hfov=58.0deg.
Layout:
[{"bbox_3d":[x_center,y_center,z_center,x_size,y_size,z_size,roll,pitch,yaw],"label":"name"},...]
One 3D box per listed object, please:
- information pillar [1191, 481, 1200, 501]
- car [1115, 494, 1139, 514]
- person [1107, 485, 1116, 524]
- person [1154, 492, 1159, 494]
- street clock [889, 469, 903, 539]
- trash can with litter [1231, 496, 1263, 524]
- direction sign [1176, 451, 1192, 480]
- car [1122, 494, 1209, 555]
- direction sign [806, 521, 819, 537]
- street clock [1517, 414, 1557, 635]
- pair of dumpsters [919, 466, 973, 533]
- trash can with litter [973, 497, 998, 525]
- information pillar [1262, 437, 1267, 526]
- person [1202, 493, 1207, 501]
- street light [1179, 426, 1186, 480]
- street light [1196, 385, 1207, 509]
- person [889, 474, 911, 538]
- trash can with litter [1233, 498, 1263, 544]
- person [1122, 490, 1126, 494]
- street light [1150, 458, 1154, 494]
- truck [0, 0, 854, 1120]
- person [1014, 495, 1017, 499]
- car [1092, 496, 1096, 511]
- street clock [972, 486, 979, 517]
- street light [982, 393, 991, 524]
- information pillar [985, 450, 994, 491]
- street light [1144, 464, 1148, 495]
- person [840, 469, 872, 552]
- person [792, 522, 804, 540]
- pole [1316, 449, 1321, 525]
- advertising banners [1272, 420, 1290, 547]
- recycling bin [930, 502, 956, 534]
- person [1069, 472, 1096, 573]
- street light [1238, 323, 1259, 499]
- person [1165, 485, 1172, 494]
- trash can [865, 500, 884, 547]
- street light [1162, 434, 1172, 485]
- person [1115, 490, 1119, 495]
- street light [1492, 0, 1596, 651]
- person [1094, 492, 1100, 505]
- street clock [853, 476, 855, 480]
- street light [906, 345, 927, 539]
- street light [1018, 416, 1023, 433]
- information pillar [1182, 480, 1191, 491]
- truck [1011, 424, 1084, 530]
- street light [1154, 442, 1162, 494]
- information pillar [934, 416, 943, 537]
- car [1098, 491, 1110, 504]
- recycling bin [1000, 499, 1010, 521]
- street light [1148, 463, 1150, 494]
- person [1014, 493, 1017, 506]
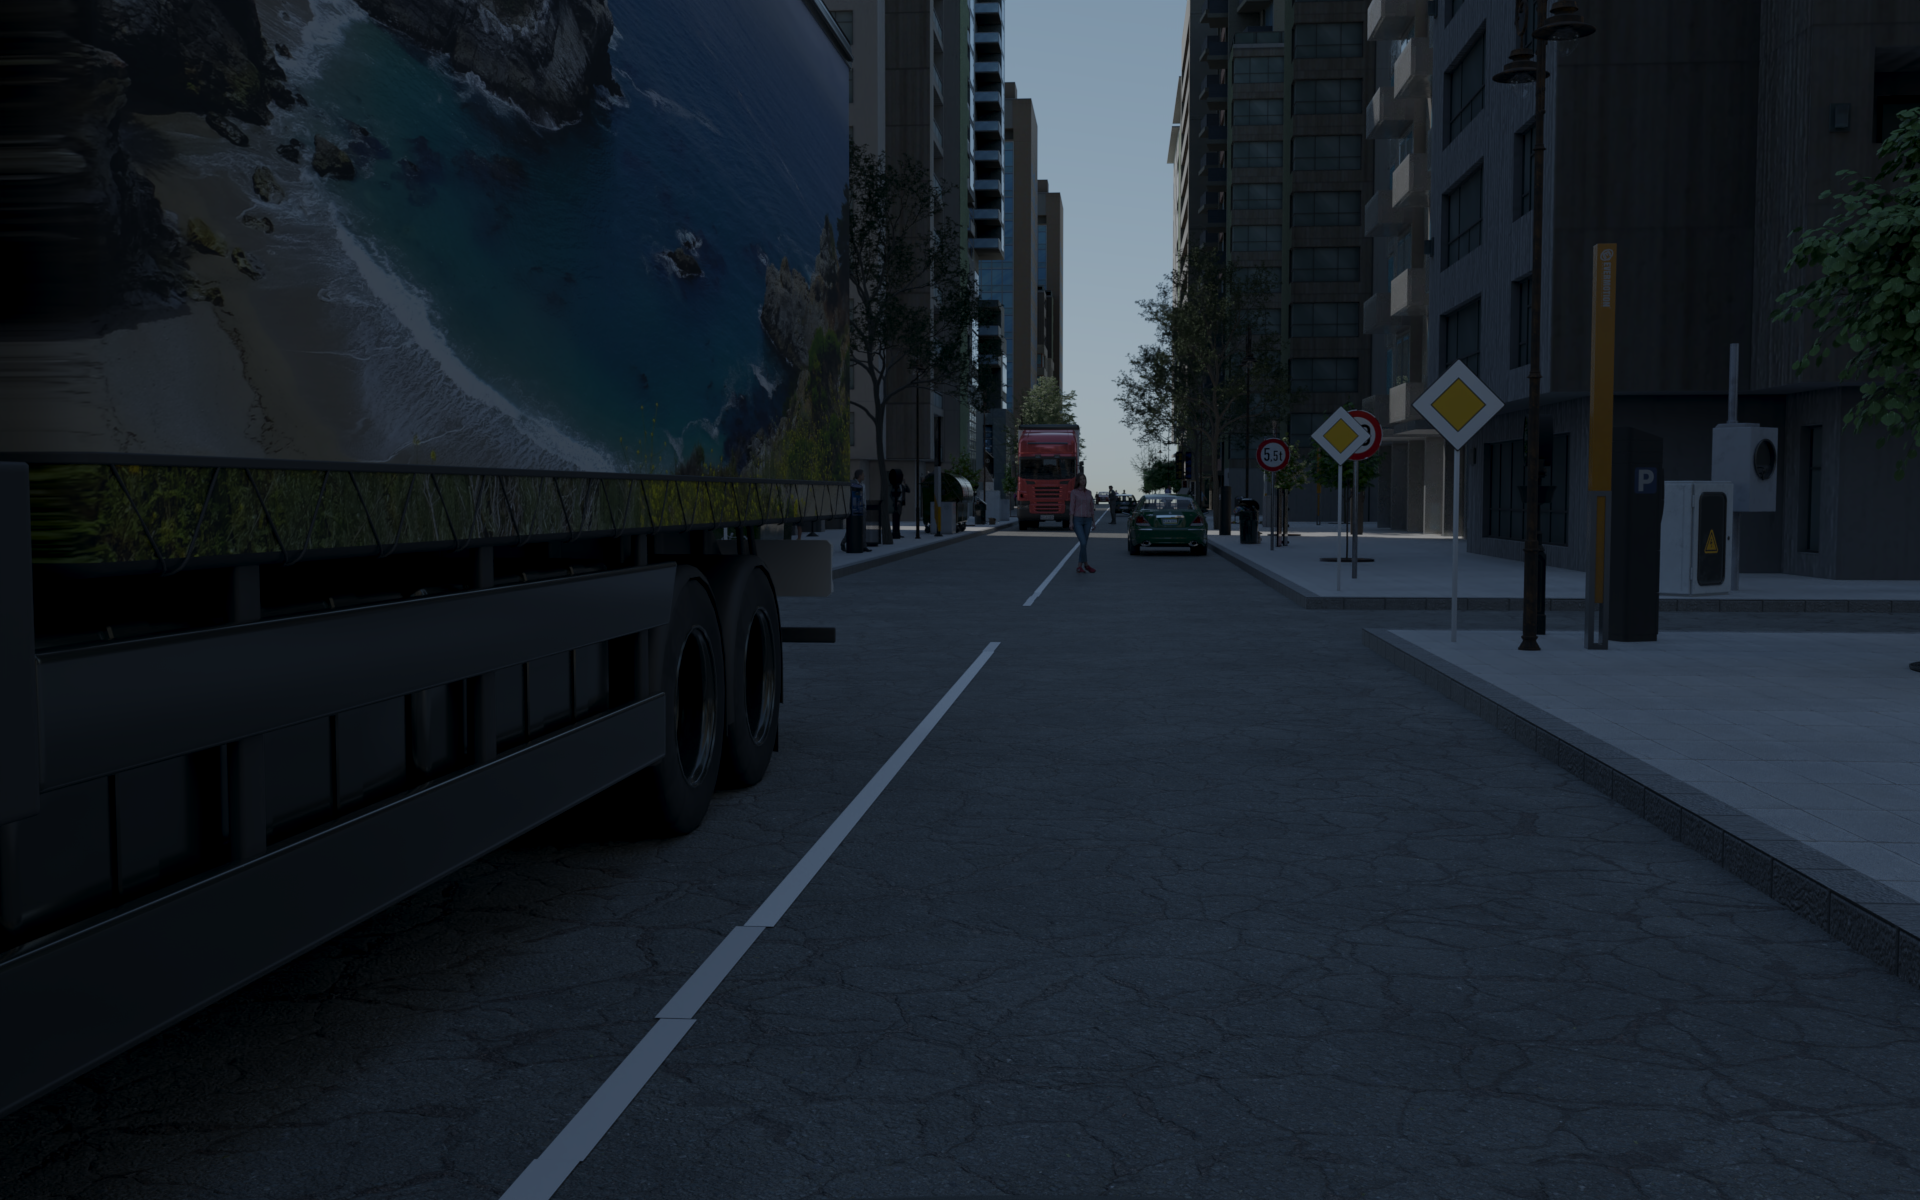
[{"bbox_3d":[13.025,-5.625,96.463,0.304,2.012,0.304,2,4,33],"label":"information pillar"},{"bbox_3d":[10.729,-6.296,112.731,2.009,1.686,4.222,0,4,7],"label":"car"},{"bbox_3d":[7.232,-4.550,82.704,0.447,1.846,0.655,-1,4,-11],"label":"person"},{"bbox_3d":[27.572,-14.448,243.076,0.742,1.727,0.445,0,4,5],"label":"person"},{"bbox_3d":[-1.823,-2.740,49.368,0.358,2.002,0.471,-2,4,-30],"label":"street clock"},{"bbox_3d":[12.227,-3.838,73.817,2.233,1.210,1.678,3,5,40],"label":"trash can with litter"},{"bbox_3d":[11.873,-6.115,91.979,0.876,3.537,0.379,-1,4,-13],"label":"direction sign"},{"bbox_3d":[4.991,-1.842,41.917,2.131,1.459,4.920,0,4,5],"label":"car"},{"bbox_3d":[-4.454,-3.682,52.191,0.876,3.537,0.379,3,4,36],"label":"direction sign"},{"bbox_3d":[5.257,-0.687,15.801,0.358,2.002,0.471,1,4,13],"label":"street clock"},{"bbox_3d":[-0.480,-3.425,58.500,1.574,2.255,4.437,0,4,5],"label":"pair of dumpsters"},{"bbox_3d":[1.083,-3.748,72.670,1.055,1.170,0.624,0,4,6],"label":"trash can with litter"},{"bbox_3d":[12.403,-4.832,70.352,0.183,3.616,0.504,0,4,5],"label":"information pillar"},{"bbox_3d":[14.026,-5.807,100.976,0.705,1.826,1.348,2,4,32],"label":"person"},{"bbox_3d":[12.430,-7.582,96.755,0.468,5.910,1.993,0,4,5],"label":"street light"},{"bbox_3d":[10.042,-6.076,72.125,0.468,5.910,1.993,0,4,5],"label":"street light"},{"bbox_3d":[-1.754,-2.795,51.096,0.474,1.900,0.648,1,4,22],"label":"person"},{"bbox_3d":[7.454,-2.037,44.686,0.624,1.170,1.055,1,4,20],"label":"trash can with litter"},{"bbox_3d":[13.877,-8.415,146.218,1.348,1.807,0.705,-2,4,-27],"label":"person"},{"bbox_3d":[19.506,-12.257,173.186,0.468,5.910,1.993,0,4,5],"label":"street light"},{"bbox_3d":[-2.475,-1.002,5.301,2.839,4.237,11.283,0,4,6],"label":"truck"},{"bbox_3d":[4.317,-7.291,124.874,0.705,1.869,1.348,-2,4,-28],"label":"person"},{"bbox_3d":[10.756,-8.394,149.242,2.014,1.417,4.499,0,4,7],"label":"car"},{"bbox_3d":[0.813,-5.701,97.789,0.471,2.002,0.358,-1,4,-11],"label":"street clock"},{"bbox_3d":[1.059,-6.218,74.447,0.468,5.910,1.993,0,4,5],"label":"street light"},{"bbox_3d":[1.563,-6.200,92.723,0.504,3.616,0.183,1,4,16],"label":"information pillar"},{"bbox_3d":[22.548,-14.311,206.770,0.468,5.910,1.993,0,4,5],"label":"street light"},{"bbox_3d":[-2.327,-1.976,38.447,0.850,1.850,0.679,3,4,36],"label":"person"},{"bbox_3d":[-4.374,-2.186,46.459,0.373,1.253,0.362,-1,4,-15],"label":"person"},{"bbox_3d":[14.750,-4.728,71.153,0.158,3.312,0.155,0,3,0],"label":"pole"},{"bbox_3d":[7.780,-2.808,42.102,0.090,3.025,2.074,1,4,22],"label":"advertising banners"},{"bbox_3d":[-0.538,-2.622,55.418,0.722,1.027,0.722,1,4,8],"label":"recycling bin"},{"bbox_3d":[2.203,-1.399,31.390,0.555,1.821,0.388,-3,4,-37],"label":"person"},{"bbox_3d":[7.819,-4.544,47.078,0.468,5.910,1.993,0,4,5],"label":"street light"},{"bbox_3d":[13.205,-6.299,108.897,0.709,1.838,0.599,-3,4,-37],"label":"person"},{"bbox_3d":[-2.223,-1.875,42.305,0.748,1.137,0.748,0,3,0],"label":"trash can"},{"bbox_3d":[14.788,-9.175,122.791,0.468,5.910,1.993,0,4,5],"label":"street light"},{"bbox_3d":[15.382,-9.935,170.806,0.709,1.838,0.599,-1,4,-15],"label":"person"},{"bbox_3d":[4.685,-2.525,14.074,0.468,5.910,1.993,0,4,5],"label":"street light"},{"bbox_3d":[17.817,-13.208,225.000,0.434,1.755,0.990,-2,4,-34],"label":"person"},{"bbox_3d":[-4.202,-4.043,70.667,0.358,2.002,0.471,-1,4,-20],"label":"street clock"},{"bbox_3d":[-1.211,-4.693,49.524,0.468,5.910,1.993,0,4,5],"label":"street light"},{"bbox_3d":[3.594,-7.829,100.790,0.468,5.910,1.993,0,4,5],"label":"street light"},{"bbox_3d":[11.725,-5.246,90.264,0.304,2.012,0.304,1,4,12],"label":"information pillar"},{"bbox_3d":[3.730,-5.084,72.035,2.839,4.237,11.283,0,4,4],"label":"truck"},{"bbox_3d":[17.121,-10.731,148.246,0.468,5.910,1.993,0,4,5],"label":"street light"},{"bbox_3d":[-0.672,-3.726,52.279,0.183,3.616,0.504,-1,4,-16],"label":"information pillar"},{"bbox_3d":[20.847,-14.839,251.292,2.281,1.827,5.304,0,4,6],"label":"car"},{"bbox_3d":[1.999,-4.324,83.248,0.722,1.027,0.722,0,4,-3],"label":"recycling bin"},{"bbox_3d":[20.277,-12.804,182.129,0.468,5.910,1.993,0,4,5],"label":"street light"},{"bbox_3d":[5.811,-10.775,182.897,1.217,1.739,0.721,2,4,31],"label":"person"}]
